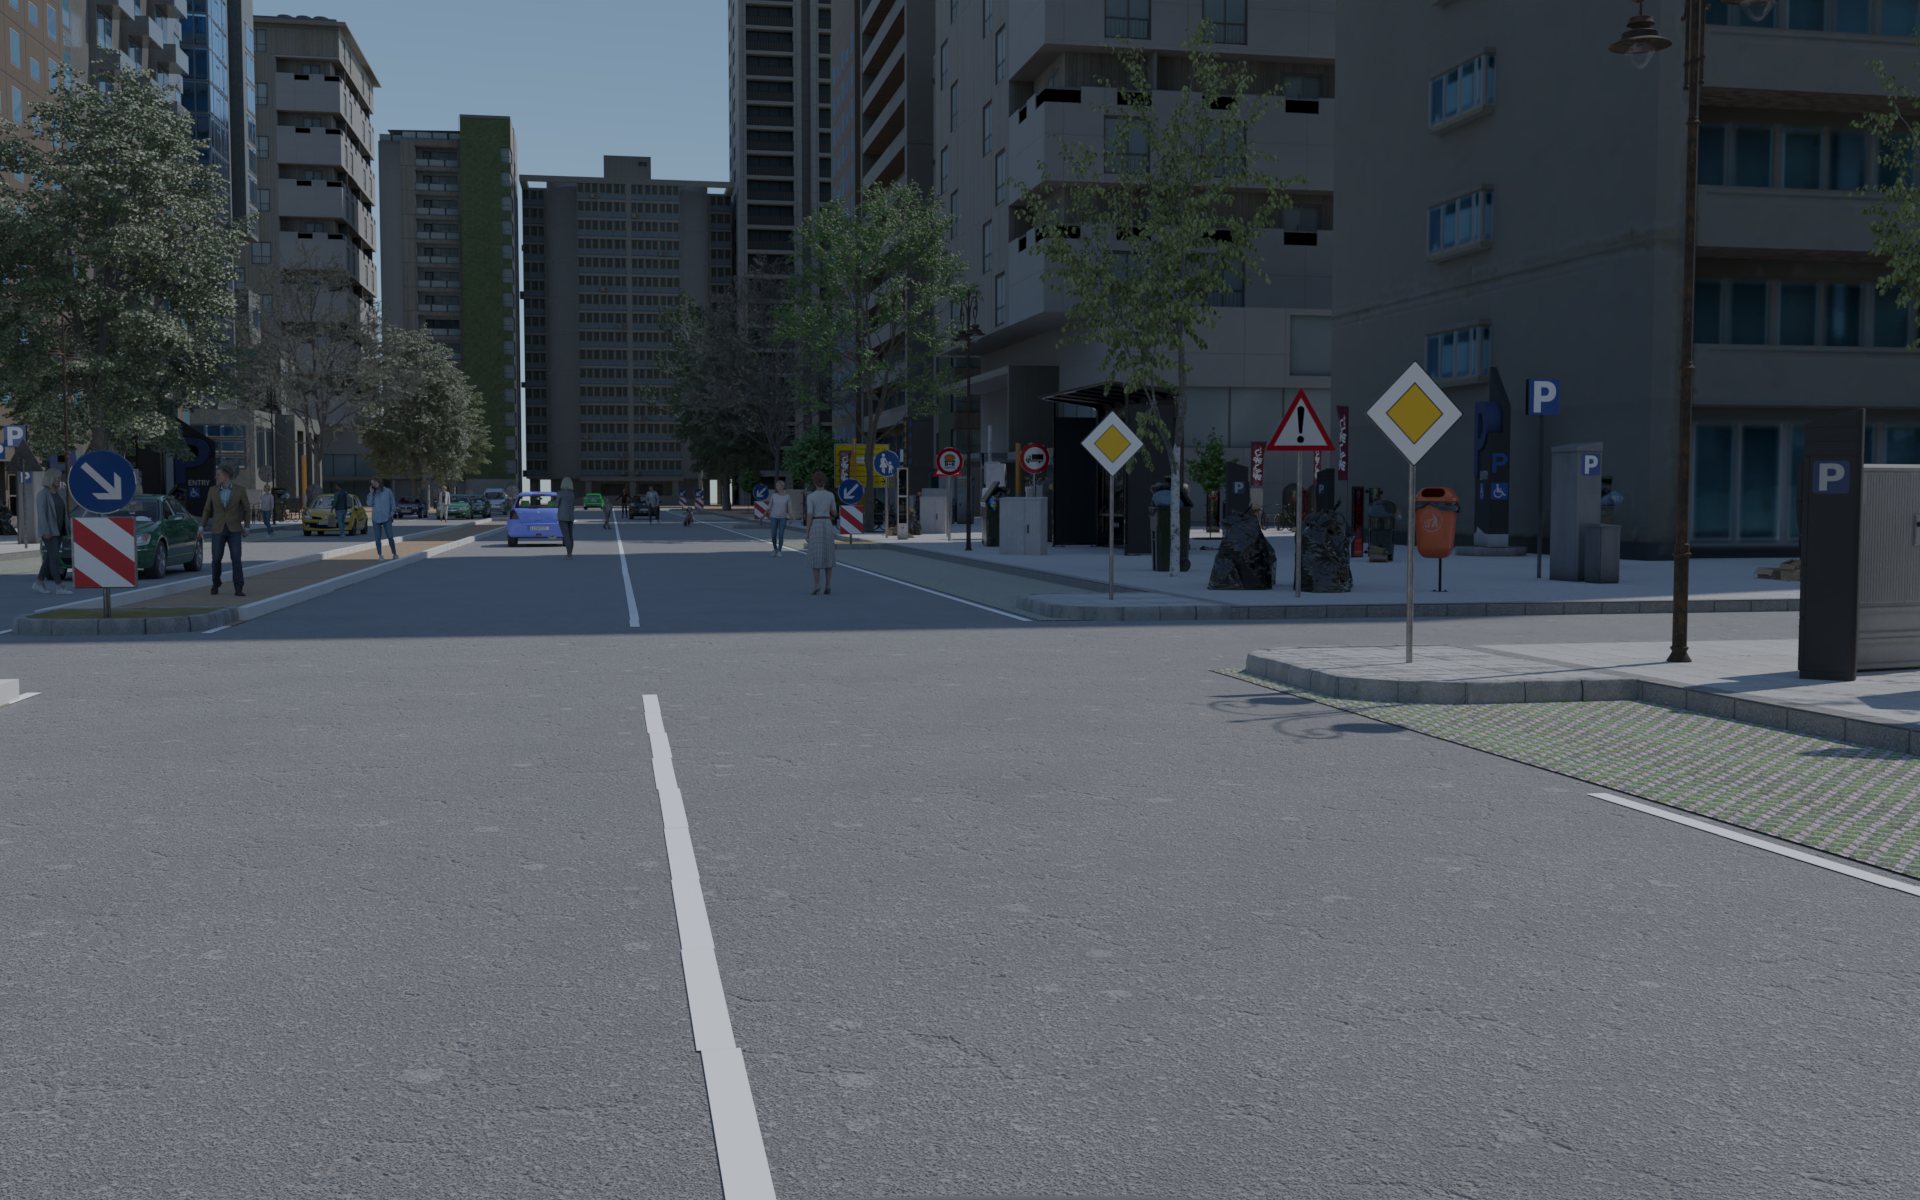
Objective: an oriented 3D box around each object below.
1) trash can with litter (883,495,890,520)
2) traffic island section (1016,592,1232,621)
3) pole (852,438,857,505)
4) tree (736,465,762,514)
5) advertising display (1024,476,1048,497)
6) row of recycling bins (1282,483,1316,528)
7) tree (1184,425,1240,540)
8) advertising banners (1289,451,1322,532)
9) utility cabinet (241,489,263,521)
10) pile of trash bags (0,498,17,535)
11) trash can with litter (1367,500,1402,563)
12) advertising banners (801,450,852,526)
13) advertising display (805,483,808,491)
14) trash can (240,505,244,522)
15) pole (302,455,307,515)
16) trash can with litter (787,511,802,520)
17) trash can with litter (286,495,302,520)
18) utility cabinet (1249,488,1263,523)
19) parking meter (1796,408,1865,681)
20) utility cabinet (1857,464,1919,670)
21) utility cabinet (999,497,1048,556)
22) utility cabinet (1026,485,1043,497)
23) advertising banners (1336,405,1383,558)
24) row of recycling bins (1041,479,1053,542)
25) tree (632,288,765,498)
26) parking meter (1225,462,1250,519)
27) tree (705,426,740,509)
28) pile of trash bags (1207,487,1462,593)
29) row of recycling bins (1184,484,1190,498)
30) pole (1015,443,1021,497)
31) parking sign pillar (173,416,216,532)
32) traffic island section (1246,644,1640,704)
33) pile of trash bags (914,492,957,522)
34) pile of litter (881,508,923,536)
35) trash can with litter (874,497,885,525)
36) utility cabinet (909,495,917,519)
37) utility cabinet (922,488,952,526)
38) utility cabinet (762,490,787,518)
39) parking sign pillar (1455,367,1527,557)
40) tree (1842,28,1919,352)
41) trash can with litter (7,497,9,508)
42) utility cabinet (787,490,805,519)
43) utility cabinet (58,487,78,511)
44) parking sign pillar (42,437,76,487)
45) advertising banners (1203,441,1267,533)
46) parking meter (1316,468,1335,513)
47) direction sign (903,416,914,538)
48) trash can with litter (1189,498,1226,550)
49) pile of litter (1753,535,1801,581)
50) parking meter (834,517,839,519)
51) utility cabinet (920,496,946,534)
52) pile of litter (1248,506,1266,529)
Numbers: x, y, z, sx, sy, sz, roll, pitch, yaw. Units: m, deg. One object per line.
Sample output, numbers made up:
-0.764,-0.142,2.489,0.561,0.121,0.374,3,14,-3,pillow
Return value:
-3.876,-4.680,87.581,2.233,1.210,1.678,1,4,17,trash can with litter
1.852,0.077,21.014,2.009,0.180,2.903,-1,4,-11,traffic island section
-3.831,-4.221,62.862,0.158,3.312,0.155,0,3,0,pole
-13.839,-7.312,114.152,1.663,3.219,1.824,0,3,0,tree
2.687,-3.439,61.444,0.974,1.923,0.123,3,5,41,advertising display
14.069,-3.605,66.056,3.534,1.692,1.069,0,4,-6,row of recycling bins
7.177,-3.313,48.767,1.663,3.219,1.824,0,3,0,tree
11.463,-3.744,57.398,0.090,3.025,2.074,-1,4,-17,advertising banners
-33.655,-4.486,82.033,1.173,1.500,0.318,0,3,0,utility cabinet
-30.963,-2.711,54.081,3.447,1.369,1.912,3,5,40,pile of trash bags
8.020,-1.307,32.762,0.624,1.170,1.055,1,4,16,trash can with litter
-5.333,-4.468,69.235,2.074,3.025,0.090,0,4,4,advertising banners
-8.305,-5.477,94.755,0.123,1.923,0.974,-1,4,-20,advertising display
-33.007,-4.127,79.128,0.748,1.137,0.748,0,3,0,trash can
-34.264,-5.914,90.529,0.158,3.312,0.155,0,3,0,pole
-8.205,-4.538,85.258,2.233,1.210,1.678,-1,4,-10,trash can with litter
-32.608,-4.574,85.847,2.233,1.210,1.678,0,4,-6,trash can with litter
10.897,-3.491,65.760,1.173,1.500,0.318,-1,4,-14,utility cabinet
6.011,-0.384,11.992,0.399,1.863,0.255,2,4,31,parking meter
6.802,-0.244,12.673,1.173,1.500,0.318,-1,4,-22,utility cabinet
1.328,-1.547,36.450,1.020,1.237,0.306,2,4,32,utility cabinet
1.903,-2.206,44.744,0.318,1.500,1.173,0,4,-5,utility cabinet
8.060,-2.373,34.994,0.090,3.025,2.074,3,5,39,advertising banners
3.731,-2.370,45.862,3.534,1.692,1.069,1,4,22,row of recycling bins
-23.455,-18.472,157.902,12.611,20.169,13.585,0,3,0,tree
5.005,-1.561,31.234,0.399,1.863,0.255,0,4,-5,parking meter
-19.755,-11.838,143.914,4.737,8.622,4.395,0,3,0,tree
4.979,-0.825,23.243,3.447,1.369,1.912,2,4,30,pile of trash bags
6.332,-2.930,55.023,1.069,1.692,3.534,2,4,29,row of recycling bins
2.324,-4.606,69.157,0.158,3.312,0.155,0,3,0,pole
-26.303,-4.347,59.542,1.447,3.967,1.447,-1,4,-13,parking sign pillar
3.434,0.556,13.187,2.009,0.180,2.903,-1,4,-11,traffic island section
-1.237,-4.281,79.744,1.912,1.369,3.447,-2,4,-24,pile of trash bags
-1.833,-2.432,53.730,1.176,0.858,1.719,3,5,43,pile of litter
-3.191,-3.698,71.855,1.055,1.170,0.624,-1,4,-13,trash can with litter
-2.204,-4.755,88.899,0.306,1.237,1.020,2,4,33,utility cabinet
-0.912,-3.645,68.273,1.173,1.500,0.318,0,3,0,utility cabinet
-9.593,-4.893,88.673,1.173,1.500,0.318,1,4,9,utility cabinet
11.101,-2.914,36.121,1.447,3.967,1.447,0,4,4,parking sign pillar
15.977,-4.699,27.195,4.737,8.622,4.395,0,3,0,tree
-36.337,-3.354,65.902,1.678,1.210,2.233,0,4,-6,trash can with litter
-8.584,-4.953,89.656,1.173,1.500,0.318,-3,4,-36,utility cabinet
-28.372,-2.870,55.609,0.318,1.500,1.173,2,4,31,utility cabinet
-35.652,-4.907,68.704,1.447,3.967,1.447,2,4,34,parking sign pillar
9.161,-3.760,57.665,2.074,3.025,0.090,0,4,1,advertising banners
8.329,-2.068,39.519,0.255,1.863,0.399,-2,4,-28,parking meter
-1.524,-3.587,50.643,0.379,3.537,0.876,-1,4,-18,direction sign
5.887,-1.758,39.804,2.233,1.210,1.678,0,4,-2,trash can with litter
12.574,-0.739,26.041,1.176,0.858,1.719,2,4,33,pile of litter
-6.191,-4.840,87.550,0.372,1.533,0.369,0,3,0,parking meter
-0.823,-2.750,56.124,1.020,1.237,0.306,3,4,36,utility cabinet
10.675,-3.056,63.924,1.176,0.858,1.719,-1,4,-20,pile of litter
